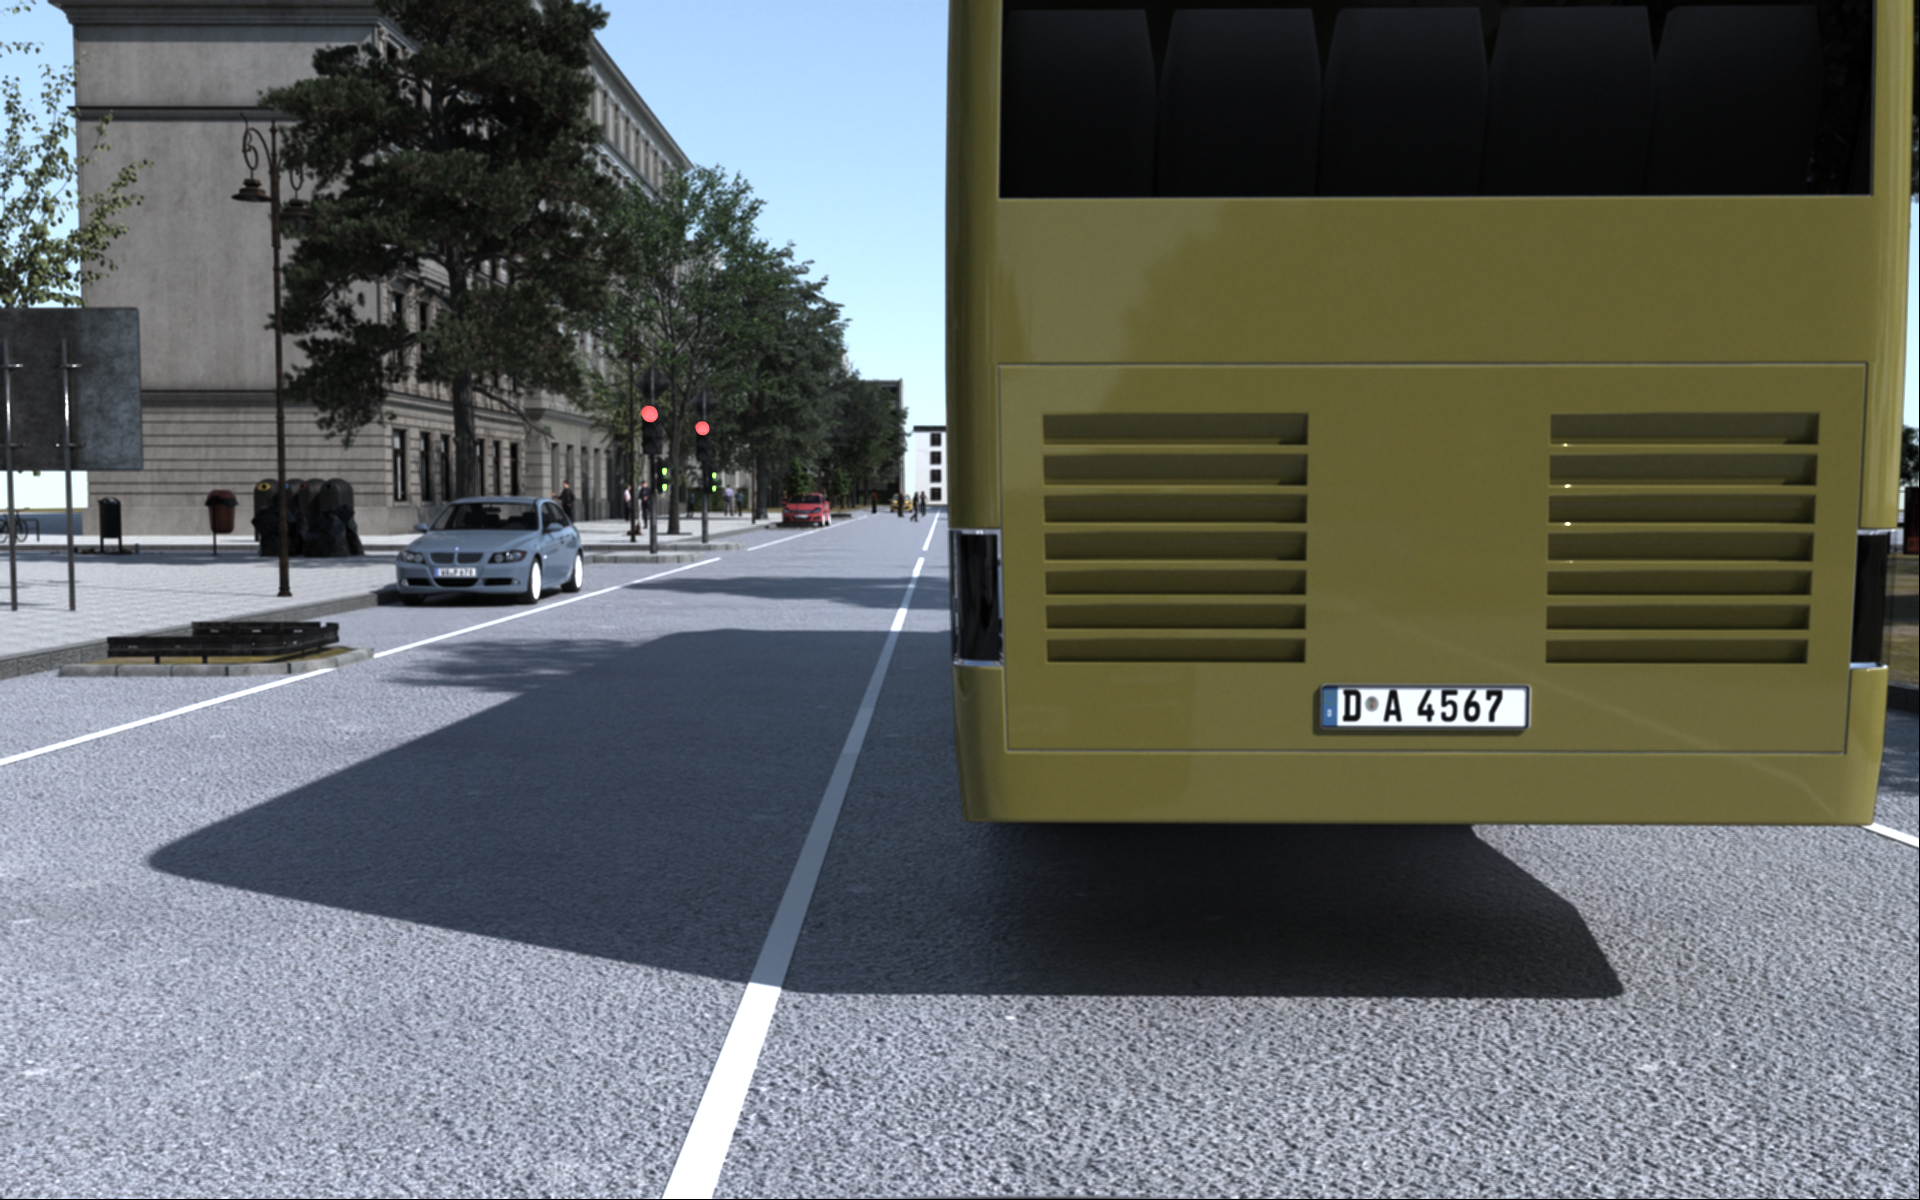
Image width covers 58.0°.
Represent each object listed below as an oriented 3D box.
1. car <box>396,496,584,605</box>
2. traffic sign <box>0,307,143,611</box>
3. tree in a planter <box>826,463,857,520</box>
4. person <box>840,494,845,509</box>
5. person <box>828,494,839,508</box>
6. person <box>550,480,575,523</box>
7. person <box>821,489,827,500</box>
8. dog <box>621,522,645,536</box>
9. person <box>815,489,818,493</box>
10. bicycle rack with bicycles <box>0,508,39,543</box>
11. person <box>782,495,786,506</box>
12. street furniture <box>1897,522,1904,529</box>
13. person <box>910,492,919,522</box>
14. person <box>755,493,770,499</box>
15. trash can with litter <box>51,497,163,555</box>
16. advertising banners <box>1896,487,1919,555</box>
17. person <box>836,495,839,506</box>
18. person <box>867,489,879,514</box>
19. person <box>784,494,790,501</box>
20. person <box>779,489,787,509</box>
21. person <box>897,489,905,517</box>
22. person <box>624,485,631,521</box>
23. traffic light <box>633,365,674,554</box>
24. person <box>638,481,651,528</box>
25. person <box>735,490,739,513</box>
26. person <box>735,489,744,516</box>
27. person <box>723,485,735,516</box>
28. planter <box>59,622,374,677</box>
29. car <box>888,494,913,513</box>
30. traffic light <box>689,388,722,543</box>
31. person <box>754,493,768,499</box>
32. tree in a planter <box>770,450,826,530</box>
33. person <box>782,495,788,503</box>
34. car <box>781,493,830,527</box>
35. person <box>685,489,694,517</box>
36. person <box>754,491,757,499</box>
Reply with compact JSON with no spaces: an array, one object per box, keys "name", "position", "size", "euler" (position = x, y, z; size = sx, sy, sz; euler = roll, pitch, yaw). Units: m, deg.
[{"name":"car","position":[-6.393,-0.732,23.975],"size":[2.014,1.417,4.499],"euler":[0,4,-1]},{"name":"traffic sign","position":[-10.076,-1.533,18.942],"size":[2.265,3.308,0.079],"euler":[0,4,1]},{"name":"tree in a planter","position":[-6.807,-6.139,97.593],"size":[1.991,3.239,1.994],"euler":[0,4,0]},{"name":"person","position":[-10.115,-8.679,148.500],"size":[0.434,1.755,0.990],"euler":[-2,4,-26]},{"name":"person","position":[-12.066,-9.704,164.790],"size":[0.705,1.814,1.350],"euler":[3,5,45]},{"name":"person","position":[-13.748,-3.265,59.952],"size":[0.750,1.759,0.617],"euler":[-3,4,-36]},{"name":"person","position":[-9.496,-6.868,120.036],"size":[0.444,1.614,0.593],"euler":[-1,4,-16]},{"name":"dog","position":[-10.136,-2.195,53.628],"size":[0.748,0.427,0.550],"euler":[-1,4,-10]},{"name":"person","position":[-11.603,-8.199,140.921],"size":[1.217,1.723,0.721],"euler":[0,4,-1]},{"name":"bicycle rack with bicycles","position":[-25.741,-1.972,45.619],"size":[2.852,0.926,2.925],"euler":[-1,4,-9]},{"name":"person","position":[-16.646,-9.705,165.654],"size":[0.436,1.711,0.756],"euler":[-3,5,-42]},{"name":"street furniture","position":[36.025,-4.295,75.260],"size":[14.083,1.986,27.439],"euler":[0,4,-7]},{"name":"person","position":[-2.315,-4.810,89.350],"size":[0.471,1.553,0.569],"euler":[1,4,16]},{"name":"person","position":[-16.593,-8.563,146.029],"size":[1.348,1.826,0.705],"euler":[1,4,13]},{"name":"trash can with litter","position":[-18.409,-1.592,37.085],"size":[2.233,1.210,1.678],"euler":[1,4,19]},{"name":"advertising banners","position":[20.165,-2.468,36.537],"size":[0.090,3.025,2.074],"euler":[-2,4,-35]},{"name":"person","position":[-11.983,-9.993,170.145],"size":[1.217,1.736,0.721],"euler":[0,4,8]},{"name":"person","position":[-6.353,-7.277,127.449],"size":[0.705,1.831,1.348],"euler":[2,4,35]},{"name":"person","position":[-12.535,-7.421,127.893],"size":[0.721,1.766,1.217],"euler":[3,5,43]},{"name":"person","position":[-15.325,-8.928,152.102],"size":[1.348,1.812,0.705],"euler":[1,4,14]},{"name":"person","position":[-3.659,-6.062,108.162],"size":[0.434,1.755,0.990],"euler":[-2,4,-26]},{"name":"person","position":[-15.888,-4.648,82.976],"size":[0.436,1.711,0.756],"euler":[0,4,0]},{"name":"traffic light","position":[-6.570,-2.928,37.121],"size":[0.839,4.213,0.868],"euler":[0,4,0]},{"name":"person","position":[-11.634,-3.537,64.328],"size":[0.683,1.767,0.568],"euler":[0,4,4]},{"name":"person","position":[-14.680,-6.505,114.467],"size":[0.516,1.574,0.319],"euler":[1,4,20]},{"name":"person","position":[-12.570,-5.545,98.920],"size":[0.429,1.552,0.499],"euler":[-2,4,-32]},{"name":"person","position":[-13.581,-5.875,101.968],"size":[0.709,1.838,0.599],"euler":[0,4,8]},{"name":"planter","position":[-6.088,0.402,14.570],"size":[1.991,0.319,1.994],"euler":[0,4,0]},{"name":"car","position":[-4.567,-7.621,134.821],"size":[2.015,1.641,3.980],"euler":[0,4,-2]},{"name":"traffic light","position":[-6.639,-3.417,45.106],"size":[0.839,4.213,0.868],"euler":[0,4,0]},{"name":"person","position":[-14.571,-7.281,125.799],"size":[1.217,1.736,0.721],"euler":[0,4,5]},{"name":"tree in a planter","position":[-6.579,-4.440,69.820],"size":[1.991,3.239,1.994],"euler":[0,4,0]},{"name":"person","position":[-14.447,-8.467,145.199],"size":[0.721,1.743,1.217],"euler":[3,5,43]},{"name":"car","position":[-6.760,-4.118,76.365],"size":[2.155,1.783,4.494],"euler":[0,4,1]},{"name":"person","position":[-14.786,-5.304,94.978],"size":[0.499,1.552,0.429],"euler":[-3,5,-40]},{"name":"person","position":[-15.345,-7.707,132.183],"size":[0.705,1.807,1.348],"euler":[3,5,44]}]
